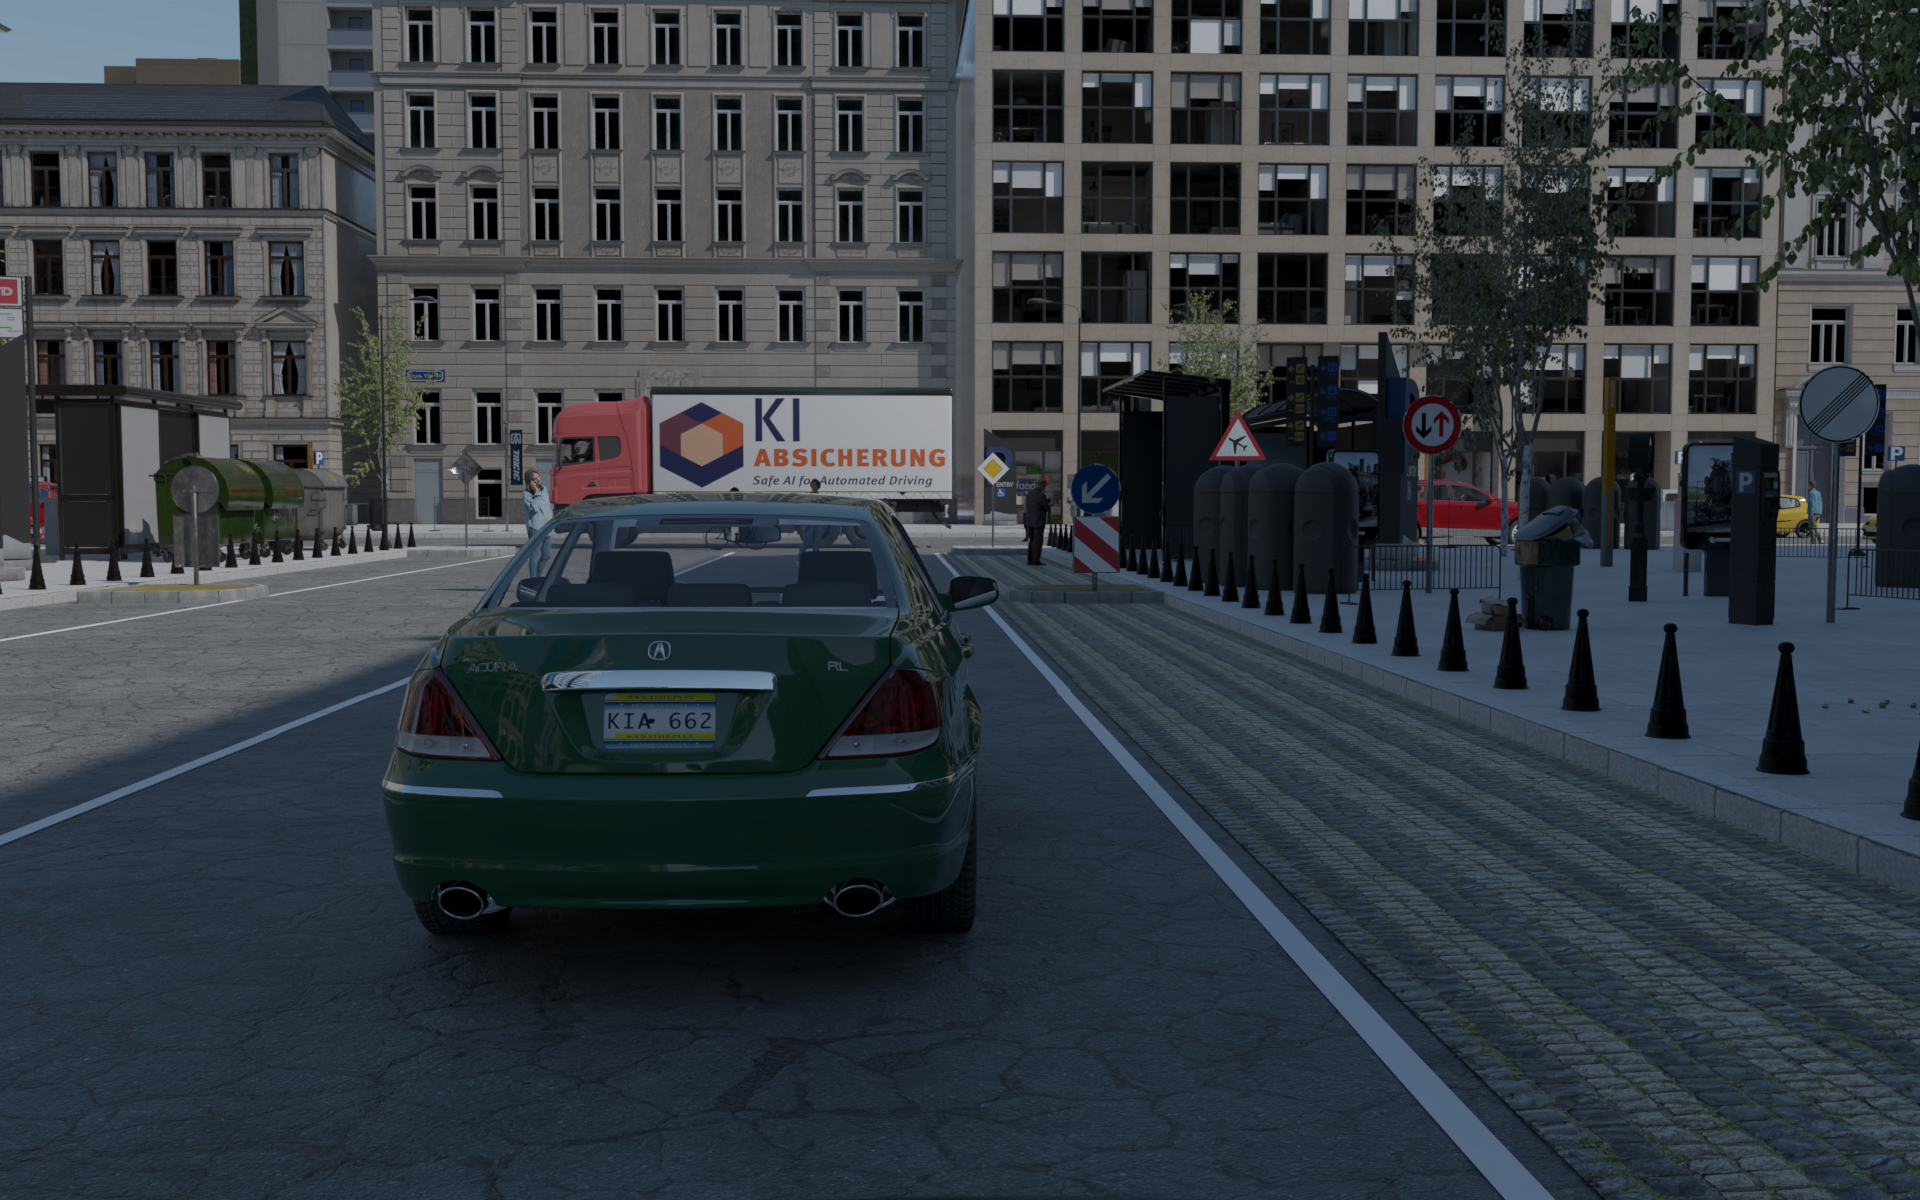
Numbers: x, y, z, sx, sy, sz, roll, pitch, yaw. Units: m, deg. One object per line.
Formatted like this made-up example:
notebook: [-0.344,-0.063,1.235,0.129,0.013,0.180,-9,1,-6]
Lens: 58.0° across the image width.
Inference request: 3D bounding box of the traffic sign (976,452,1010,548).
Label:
traffic sign: [0.789,-2.317,41.532,0.795,2.450,0.064,0,4,-3]

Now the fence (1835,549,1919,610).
fence: [10.166,-0.179,18.296,0.278,0.683,2.069,-1,4,-18]

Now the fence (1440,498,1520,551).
fence: [12.163,-1.774,40.210,0.480,1.192,2.264,-2,4,-33]

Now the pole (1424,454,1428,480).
pole: [15.802,-3.959,58.580,0.158,3.312,0.155,0,3,0]

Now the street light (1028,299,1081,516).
street light: [2.302,-4.207,41.321,1.470,5.913,1.316,0,4,-3]

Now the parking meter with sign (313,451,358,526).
parking meter with sign: [-25.424,-4.549,70.635,1.738,3.016,0.543,1,4,16]

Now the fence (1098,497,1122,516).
fence: [5.554,-3.175,63.119,0.480,1.192,2.264,-2,4,-29]

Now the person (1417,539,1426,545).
person: [12.993,-2.429,48.484,0.573,1.790,0.520,0,4,7]

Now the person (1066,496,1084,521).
person: [2.915,-2.160,43.989,0.466,1.800,0.511,-1,4,-13]

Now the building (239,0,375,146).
building: [-43.285,-36.625,140.810,21.231,58.520,28.212,0,4,-3]

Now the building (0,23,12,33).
building: [-56.850,-17.642,75.843,23.554,28.519,14.401,0,4,-3]

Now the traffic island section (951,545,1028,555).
traffic island section: [0.813,-1.182,41.610,2.009,0.180,2.903,0,4,-3]

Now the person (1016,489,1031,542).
person: [2.011,-2.527,51.772,0.435,1.587,0.963,-2,4,-25]

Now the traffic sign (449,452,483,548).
traffic sign: [-11.693,-2.284,40.991,0.795,2.450,0.064,0,4,-3]

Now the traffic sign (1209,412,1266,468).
traffic sign: [4.378,-1.674,27.367,0.884,2.594,0.081,0,4,7]

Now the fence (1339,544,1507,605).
fence: [5.477,-0.306,20.373,2.069,0.683,0.278,-1,4,-15]

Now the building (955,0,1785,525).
building: [17.171,-16.968,81.950,34.151,26.468,19.350,0,4,-3]

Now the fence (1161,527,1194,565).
fence: [4.679,-0.968,31.198,2.069,0.683,0.278,1,4,18]

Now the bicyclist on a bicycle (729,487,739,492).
bicyclist on a bicycle: [-5.693,-2.087,44.150,1.625,1.676,1.499,0,4,-4]

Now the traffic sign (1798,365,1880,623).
traffic sign: [8.686,-1.046,17.206,0.768,2.556,0.104,0,4,5]

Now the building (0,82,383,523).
building: [-35.397,-12.921,75.887,19.286,19.102,10.561,0,4,-3]

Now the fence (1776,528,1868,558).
fence: [14.988,-0.940,30.750,2.069,0.683,0.278,2,4,27]

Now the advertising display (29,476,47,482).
advertising display: [-32.936,-3.457,61.732,0.974,1.923,0.123,1,4,18]

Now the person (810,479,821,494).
person: [-2.852,-1.477,33.480,0.563,1.720,0.643,-3,4,-38]

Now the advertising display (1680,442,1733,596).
advertising display: [9.535,-1.007,21.681,0.974,1.923,0.123,0,4,3]

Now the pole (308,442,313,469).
pole: [-25.317,-4.508,67.553,0.158,3.312,0.155,0,3,0]

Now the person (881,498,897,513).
person: [-1.579,-1.628,39.023,0.435,1.345,0.340,1,4,17]

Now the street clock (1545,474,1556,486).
street clock: [21.716,-3.620,63.761,0.358,2.002,0.471,0,4,-8]

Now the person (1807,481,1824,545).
person: [22.330,-2.226,45.244,0.601,1.785,0.444,-2,4,-29]

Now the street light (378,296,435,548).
street light: [-13.025,-4.173,40.762,1.470,5.913,1.316,0,4,-3]

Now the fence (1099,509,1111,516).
fence: [5.527,-3.163,67.095,0.278,0.683,2.069,2,4,23]

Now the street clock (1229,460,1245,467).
street clock: [5.515,-1.858,34.950,0.471,2.002,0.358,-3,5,-41]

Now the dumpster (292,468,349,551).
dumpster: [-14.920,-2.079,39.749,1.264,1.857,1.865,0,4,-3]

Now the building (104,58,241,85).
building: [-77.234,-32.157,175.871,14.200,45.320,14.600,0,4,-3]

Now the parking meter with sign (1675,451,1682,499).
parking meter with sign: [29.279,-4.453,69.073,0.543,3.016,1.738,-1,4,-14]

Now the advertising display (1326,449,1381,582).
advertising display: [5.721,-1.223,25.209,0.974,1.923,0.123,-2,4,-32]

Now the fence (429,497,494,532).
fence: [-17.099,-2.948,59.397,2.264,1.192,0.480,1,4,15]

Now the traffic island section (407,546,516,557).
traffic island section: [-11.716,-1.148,41.052,2.009,0.180,2.903,0,4,-3]

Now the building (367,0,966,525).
building: [-12.467,-17.174,78.057,25.104,27.353,12.463,0,4,-3]

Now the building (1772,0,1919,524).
building: [44.711,-18.054,81.088,20.117,28.700,13.634,0,4,-3]

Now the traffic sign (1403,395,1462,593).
traffic sign: [6.069,-1.360,22.349,0.768,2.556,0.104,0,4,-2]

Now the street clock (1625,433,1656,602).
street clock: [8.114,-0.985,20.670,0.358,2.002,0.471,2,4,30]

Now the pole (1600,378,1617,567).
pole: [11.425,-2.243,30.510,0.158,3.312,0.155,0,3,0]

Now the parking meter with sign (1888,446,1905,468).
parking meter with sign: [33.624,-4.016,61.922,0.543,3.016,1.738,1,4,17]
